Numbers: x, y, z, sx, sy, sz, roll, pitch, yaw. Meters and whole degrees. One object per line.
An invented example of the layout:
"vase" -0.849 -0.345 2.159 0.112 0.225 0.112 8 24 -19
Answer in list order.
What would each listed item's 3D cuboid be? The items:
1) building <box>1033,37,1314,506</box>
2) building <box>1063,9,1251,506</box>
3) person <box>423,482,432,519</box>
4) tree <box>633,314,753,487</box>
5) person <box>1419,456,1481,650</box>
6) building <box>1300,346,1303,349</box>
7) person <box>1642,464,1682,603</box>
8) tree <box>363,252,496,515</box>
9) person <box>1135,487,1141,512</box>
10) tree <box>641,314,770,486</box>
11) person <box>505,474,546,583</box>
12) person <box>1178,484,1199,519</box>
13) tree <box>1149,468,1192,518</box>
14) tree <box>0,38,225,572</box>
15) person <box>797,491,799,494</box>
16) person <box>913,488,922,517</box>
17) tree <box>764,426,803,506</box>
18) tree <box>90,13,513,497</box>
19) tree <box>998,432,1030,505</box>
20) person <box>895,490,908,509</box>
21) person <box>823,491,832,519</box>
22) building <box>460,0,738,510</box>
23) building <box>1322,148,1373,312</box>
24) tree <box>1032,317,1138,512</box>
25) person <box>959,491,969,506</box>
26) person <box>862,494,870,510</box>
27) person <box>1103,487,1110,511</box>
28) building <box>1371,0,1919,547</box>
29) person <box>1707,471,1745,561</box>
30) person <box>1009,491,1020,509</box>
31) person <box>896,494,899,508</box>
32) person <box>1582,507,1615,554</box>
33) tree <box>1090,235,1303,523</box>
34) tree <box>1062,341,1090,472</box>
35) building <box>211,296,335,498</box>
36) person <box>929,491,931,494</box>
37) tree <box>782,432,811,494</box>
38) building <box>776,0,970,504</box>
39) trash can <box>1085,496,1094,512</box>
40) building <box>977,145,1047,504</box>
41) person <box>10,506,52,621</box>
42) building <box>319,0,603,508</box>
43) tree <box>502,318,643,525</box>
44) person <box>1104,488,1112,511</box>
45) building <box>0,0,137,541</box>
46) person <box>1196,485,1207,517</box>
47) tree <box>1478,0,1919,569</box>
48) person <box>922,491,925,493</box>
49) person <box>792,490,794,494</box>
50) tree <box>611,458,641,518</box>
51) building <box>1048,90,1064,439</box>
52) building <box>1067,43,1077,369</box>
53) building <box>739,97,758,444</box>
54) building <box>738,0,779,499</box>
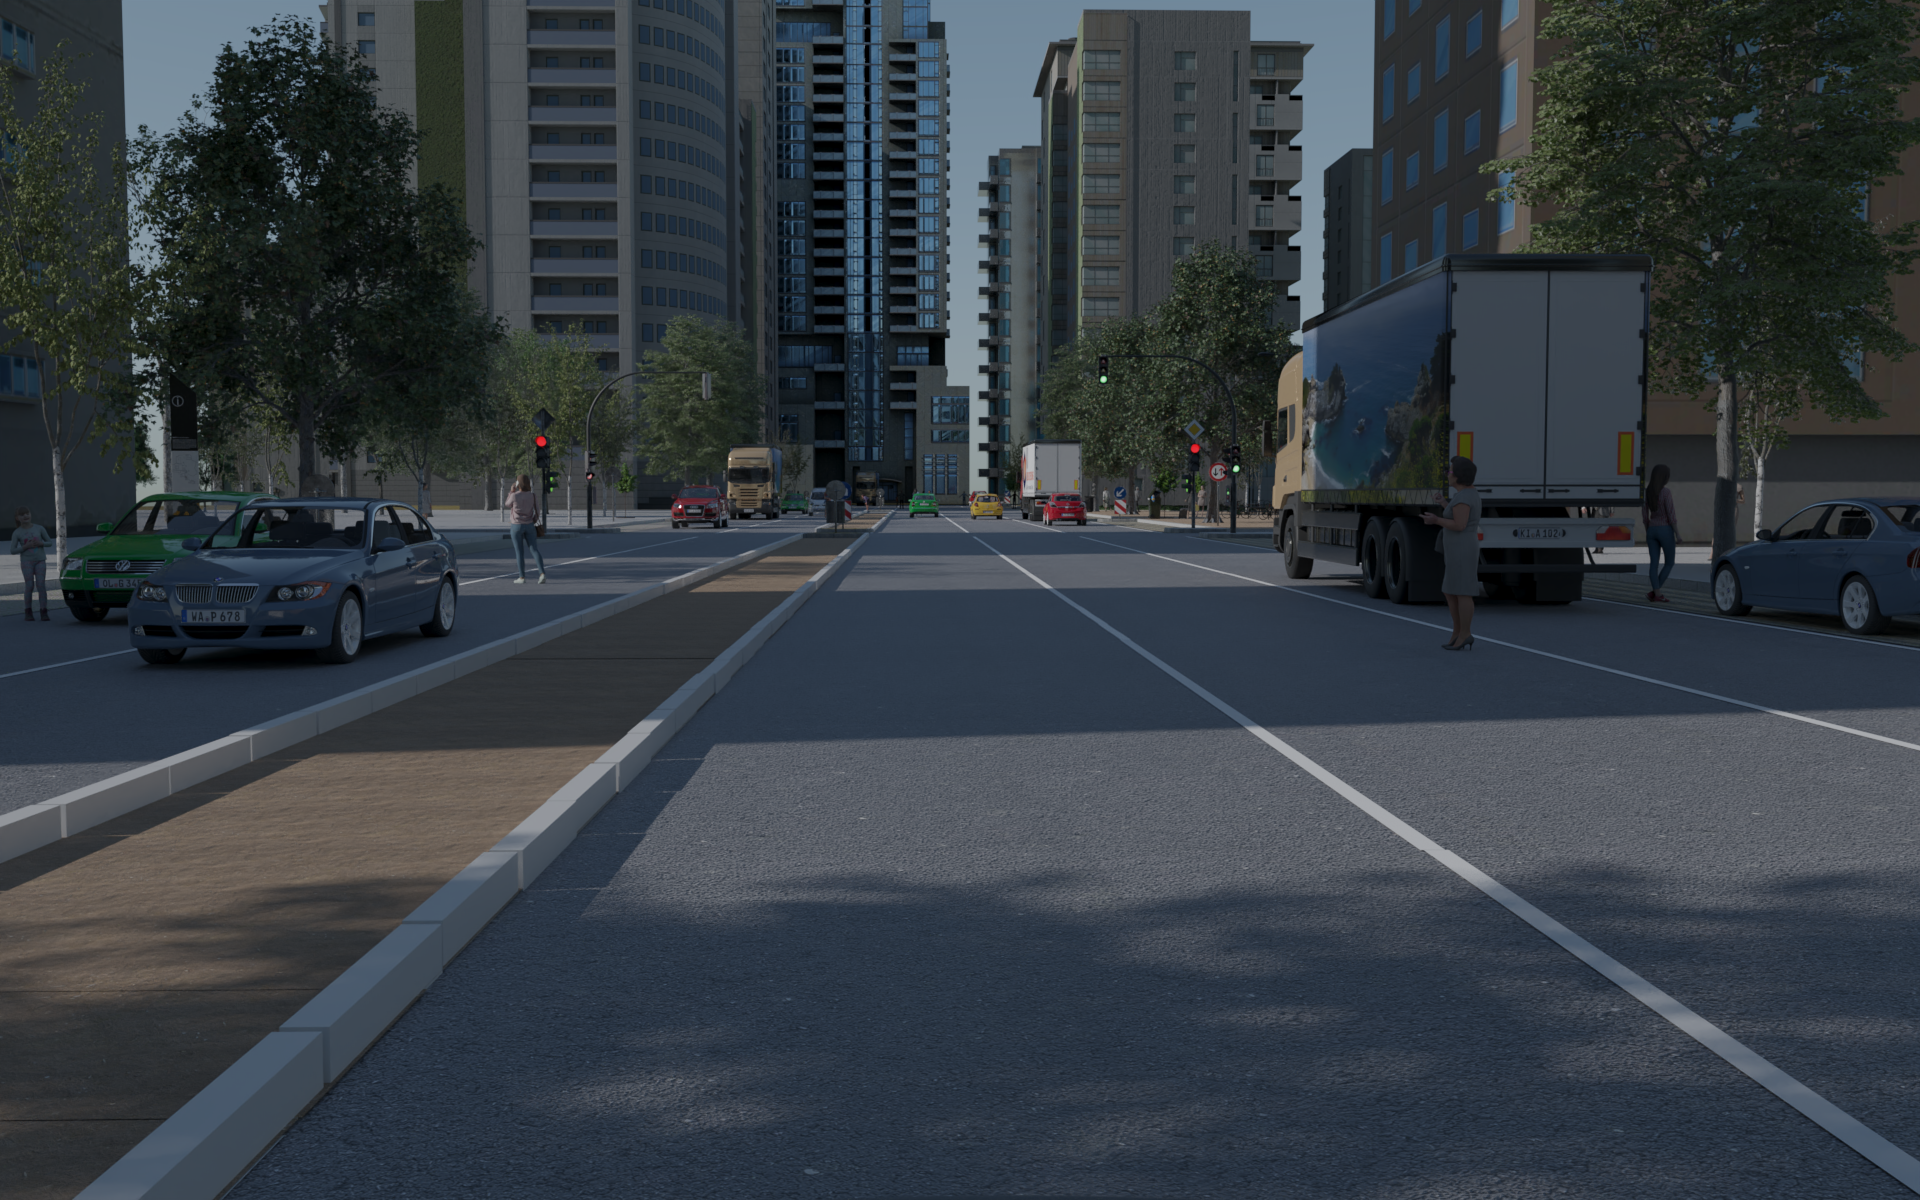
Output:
"building" 23.627 -37.336 199.677 28.713 52.752 27.495 0 4 -2
"building" 16.953 -28.561 150.564 14.154 41.232 14.086 0 4 -2
"person" -20.635 -3.674 66.859 0.466 1.731 0.760 -3 4 -38
"tree" -16.846 -11.697 109.371 7.486 12.596 7.792 0 3 0
"person" 4.536 -0.436 15.981 0.532 1.782 0.716 1 4 22
"building" 47.214 -24.239 241.340 28.899 21.520 27.650 0 4 -2
"person" 9.196 -0.867 22.686 0.388 1.821 0.555 -3 5 -40
"tree" -16.207 -6.200 51.732 4.360 8.622 3.978 0 3 0
"person" 12.397 -6.995 120.812 0.834 1.777 0.661 -2 4 -34
"tree" -18.032 -13.297 124.062 9.857 13.997 8.962 0 3 0
"person" -6.911 -1.140 27.735 0.593 1.750 0.643 -3 4 -36
"person" 11.750 -5.048 88.794 0.699 1.804 1.509 -1 4 -10
"tree" 10.962 -5.931 91.570 1.663 3.219 1.824 0 3 0
"tree" -14.616 -4.766 28.280 4.737 8.622 4.395 0 3 0
"person" -14.604 -9.027 156.814 1.217 1.735 0.721 2 4 24
"person" -2.693 -6.185 109.890 0.793 1.790 0.793 1 4 17
"tree" -19.375 -14.491 187.296 4.360 8.622 3.978 0 3 0
"tree" -15.762 -7.633 41.811 9.611 12.733 9.660 0 3 0
"tree" 6.681 -15.509 203.940 4.737 8.622 4.395 0 3 0
"person" -5.671 -9.780 168.535 1.348 1.807 0.705 0 4 1
"person" -7.465 -5.453 97.634 0.573 1.828 0.580 -1 4 -16
"building" -31.321 -37.329 152.324 21.231 58.520 28.212 0 4 -2
"building" 51.832 -32.054 207.676 14.086 41.232 14.154 0 4 -2
"tree" 9.943 -13.432 126.276 9.857 13.997 8.962 0 3 0
"person" 0.512 -12.453 212.186 1.350 1.814 0.705 0 4 6
"person" -7.740 -7.999 142.514 0.697 1.427 0.421 -1 4 -16
"person" 10.749 -7.406 127.351 0.478 1.798 0.641 1 4 19
"building" 20.118 -24.281 47.107 14.600 45.320 14.200 0 4 -2
"person" 14.709 -1.642 33.235 0.599 1.781 0.374 3 5 40
"person" 5.139 -9.492 164.510 1.217 1.723 0.721 -2 4 -25
"person" -6.518 -10.315 180.407 0.557 1.426 1.065 0 4 -7
"person" 13.618 -1.868 36.989 0.661 1.777 0.834 2 4 27
"tree" 11.409 -9.781 76.926 9.611 12.733 9.660 0 3 0
"tree" 10.596 -11.655 107.560 9.611 12.733 9.660 0 3 0
"building" -79.038 -26.460 204.320 14.107 30.474 14.160 0 4 -2
"person" -3.365 -11.175 191.237 0.705 1.821 1.348 0 4 -6
"tree" -19.774 -15.692 206.929 4.737 8.622 4.395 0 3 0
"building" -14.479 -56.408 234.936 31.000 86.520 22.319 0 4 -2
"trash can" 9.151 -6.775 122.424 0.748 1.137 0.748 0 3 0
"building" 17.605 -37.801 237.647 30.456 49.044 23.786 0 4 -2
"person" -10.485 -0.418 19.609 0.394 1.301 0.425 3 4 37
"building" -57.798 -40.301 200.925 28.212 58.520 21.231 0 4 -2
"tree" -16.490 -7.436 71.940 4.737 8.622 4.395 0 3 0
"person" 11.003 -7.494 128.850 0.573 1.790 0.520 3 5 41
"building" -36.412 -25.633 42.795 21.600 48.544 21.300 0 4 -2
"person" 13.669 -5.609 98.099 0.599 1.781 0.374 1 4 16
"tree" 12.364 -6.750 28.484 7.486 12.596 7.792 0 3 0
"person" -3.345 -9.418 163.191 0.721 1.736 1.217 1 4 10
"person" -20.698 -12.772 215.388 0.750 1.759 0.617 3 5 41
"tree" -17.688 -5.940 91.727 1.663 3.219 1.824 0 3 0
"building" 15.976 -30.303 179.055 14.154 41.232 14.086 0 4 -2
"building" 17.723 -31.481 164.823 14.600 45.320 14.200 0 4 -2
"building" -27.986 -29.998 174.063 14.154 41.232 14.086 0 4 -2
"building" -32.154 -46.643 200.861 20.611 71.187 20.563 0 4 -2
